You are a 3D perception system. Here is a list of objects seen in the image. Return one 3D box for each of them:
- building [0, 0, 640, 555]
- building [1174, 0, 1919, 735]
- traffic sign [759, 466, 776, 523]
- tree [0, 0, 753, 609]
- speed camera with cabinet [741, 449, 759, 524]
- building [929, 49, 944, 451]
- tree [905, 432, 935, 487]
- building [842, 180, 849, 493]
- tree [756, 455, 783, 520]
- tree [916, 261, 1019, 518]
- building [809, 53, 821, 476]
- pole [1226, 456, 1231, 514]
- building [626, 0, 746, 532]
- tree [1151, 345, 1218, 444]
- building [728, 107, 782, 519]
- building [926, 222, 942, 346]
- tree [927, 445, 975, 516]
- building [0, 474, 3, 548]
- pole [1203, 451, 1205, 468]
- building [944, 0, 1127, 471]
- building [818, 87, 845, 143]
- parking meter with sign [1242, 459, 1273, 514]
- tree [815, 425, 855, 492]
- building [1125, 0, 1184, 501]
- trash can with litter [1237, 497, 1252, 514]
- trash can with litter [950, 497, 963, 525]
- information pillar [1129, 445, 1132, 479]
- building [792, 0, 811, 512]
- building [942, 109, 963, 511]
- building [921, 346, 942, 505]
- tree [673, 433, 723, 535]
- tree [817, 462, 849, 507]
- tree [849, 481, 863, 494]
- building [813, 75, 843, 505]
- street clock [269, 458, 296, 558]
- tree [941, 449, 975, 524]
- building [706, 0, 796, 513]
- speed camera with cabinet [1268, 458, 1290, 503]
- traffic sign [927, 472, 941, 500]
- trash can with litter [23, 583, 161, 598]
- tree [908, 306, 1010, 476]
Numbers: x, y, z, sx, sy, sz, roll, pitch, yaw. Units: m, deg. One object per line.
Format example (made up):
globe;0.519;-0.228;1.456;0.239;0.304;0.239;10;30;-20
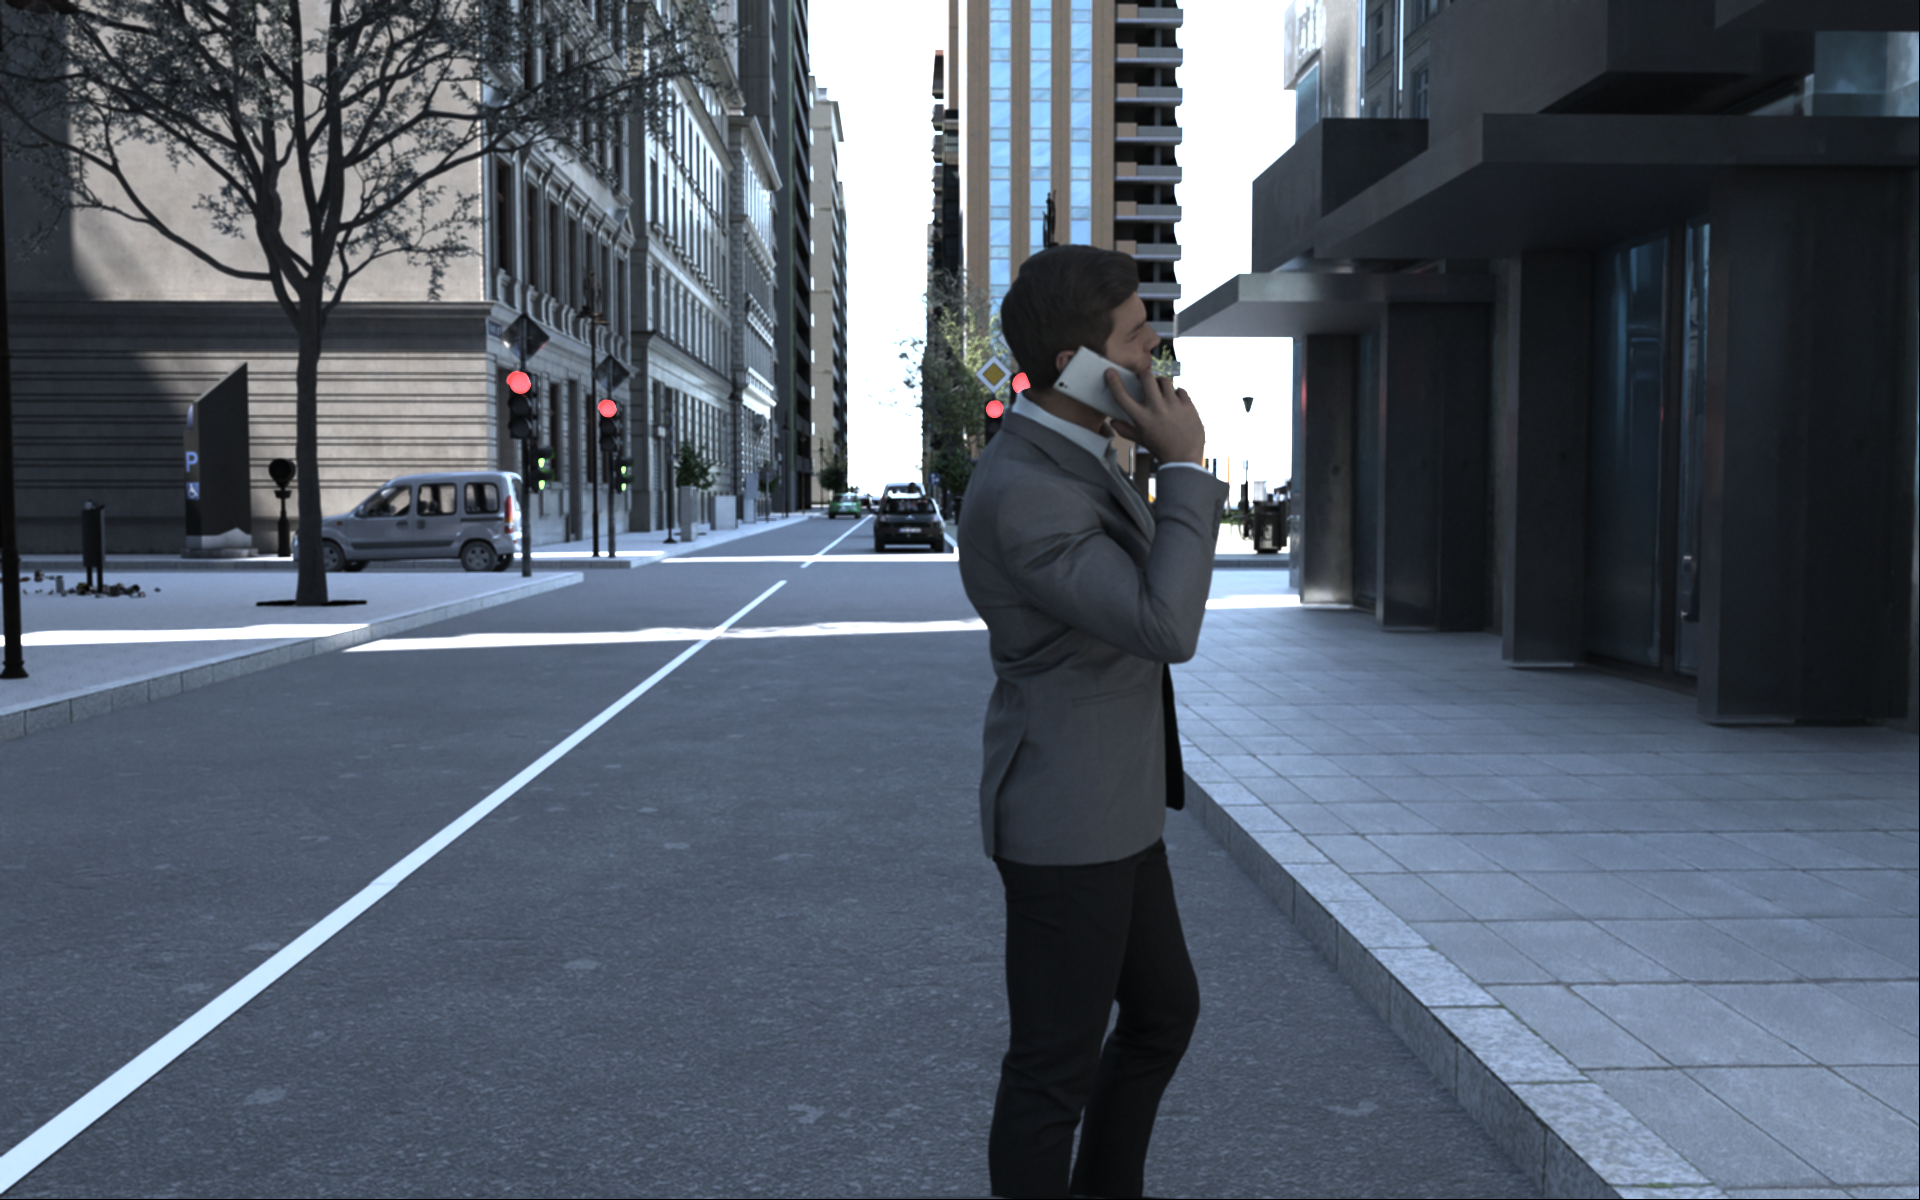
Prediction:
building;-15.397;-12.828;45.889;11.583;22.565;21.152;0;4;-2
building;14.562;-23.892;10.251;23.786;49.044;30.456;0;4;-2
traffic sign;-8.618;-4.731;77.451;0.768;2.556;0.104;0;4;-1
tree;-7.555;-6.690;19.748;12.009;13.543;11.850;0;3;0
speed camera with cabinet;-9.225;-4.987;75.873;0.660;3.252;2.038;-1;4;-12
building;8.171;-31.552;170.502;22.147;44.769;28.867;0;4;-2
tree;-4.188;-15.170;198.387;4.360;8.622;3.978;0;3;0
building;-27.333;-38.499;253.155;21.300;48.544;21.600;0;4;-2
tree;-9.555;-5.535;85.104;1.663;3.219;1.824;0;3;0
tree;-0.515;-11.107;91.966;12.009;13.543;11.850;0;3;0
building;-25.091;-33.038;159.774;23.786;49.044;30.456;0;4;-2
pole;14.230;-5.990;91.776;0.158;3.312;0.155;0;3;0
building;-18.148;-14.561;71.355;16.112;22.955;30.059;0;4;-2
tree;10.637;-8.342;86.757;4.737;8.622;4.395;0;3;0
building;-16.072;-16.361;96.380;11.050;23.489;19.941;0;4;-2
building;1.845;-35.389;262.201;14.154;41.232;14.086;0;4;-2
tree;-0.402;-7.310;103.224;4.285;4.588;4.351;0;3;0
building;-30.632;-12.870;40.098;15.834;23.373;12.332;0;4;-2
pole;9.371;-4.469;66.917;0.158;3.312;0.155;0;3;0
building;5.719;-30.436;147.746;14.600;45.320;14.200;0;4;-2
building;-29.780;-39.094;228.424;28.713;52.752;27.495;0;4;-2
parking meter with sign;14.971;-5.516;86.448;1.738;3.016;0.543;3;4;39
tree;-13.522;-14.297;184.126;4.360;8.622;3.978;0;3;0
building;7.063;-28.649;118.523;14.600;45.320;14.200;0;4;-2
trash can with litter;13.623;-4.464;84.381;1.055;1.170;0.624;-1;4;-21
trash can with litter;0.153;-3.668;71.351;1.055;1.170;0.624;-3;5;-42
information pillar;8.188;-5.611;83.098;0.183;3.616;0.504;1;4;9
building;-22.818;-31.203;133.873;21.300;48.544;21.600;0;4;-2
building;5.586;-22.135;133.610;14.160;30.474;14.107;0;4;-2
building;9.135;-22.788;217.630;27.650;21.520;28.899;0;4;-2
tree;-8.553;-3.663;54.498;1.663;3.219;1.824;0;3;0
tree;-13.138;-11.935;178.844;4.285;4.588;4.351;0;3;0
tree;-15.463;-16.161;258.840;1.663;3.219;1.824;0;3;0
building;-25.284;-35.504;204.193;21.300;48.544;21.600;0;4;-2
street clock;-13.685;-1.863;35.026;0.471;2.002;0.358;0;4;1
tree;-0.153;-4.847;73.852;1.663;3.219;1.824;0;3;0
building;-18.591;-26.457;116.167;14.154;41.232;14.086;0;4;-2
speed camera with cabinet;17.323;-6.163;95.097;2.038;3.252;0.660;-1;4;-14
traffic sign;-1.503;-6.135;100.412;0.768;2.556;0.104;0;3;0
trash can with litter;-11.075;-0.677;22.121;1.678;1.210;2.233;-3;5;-40
tree;0.332;-7.126;66.870;4.737;8.622;4.395;0;3;0
